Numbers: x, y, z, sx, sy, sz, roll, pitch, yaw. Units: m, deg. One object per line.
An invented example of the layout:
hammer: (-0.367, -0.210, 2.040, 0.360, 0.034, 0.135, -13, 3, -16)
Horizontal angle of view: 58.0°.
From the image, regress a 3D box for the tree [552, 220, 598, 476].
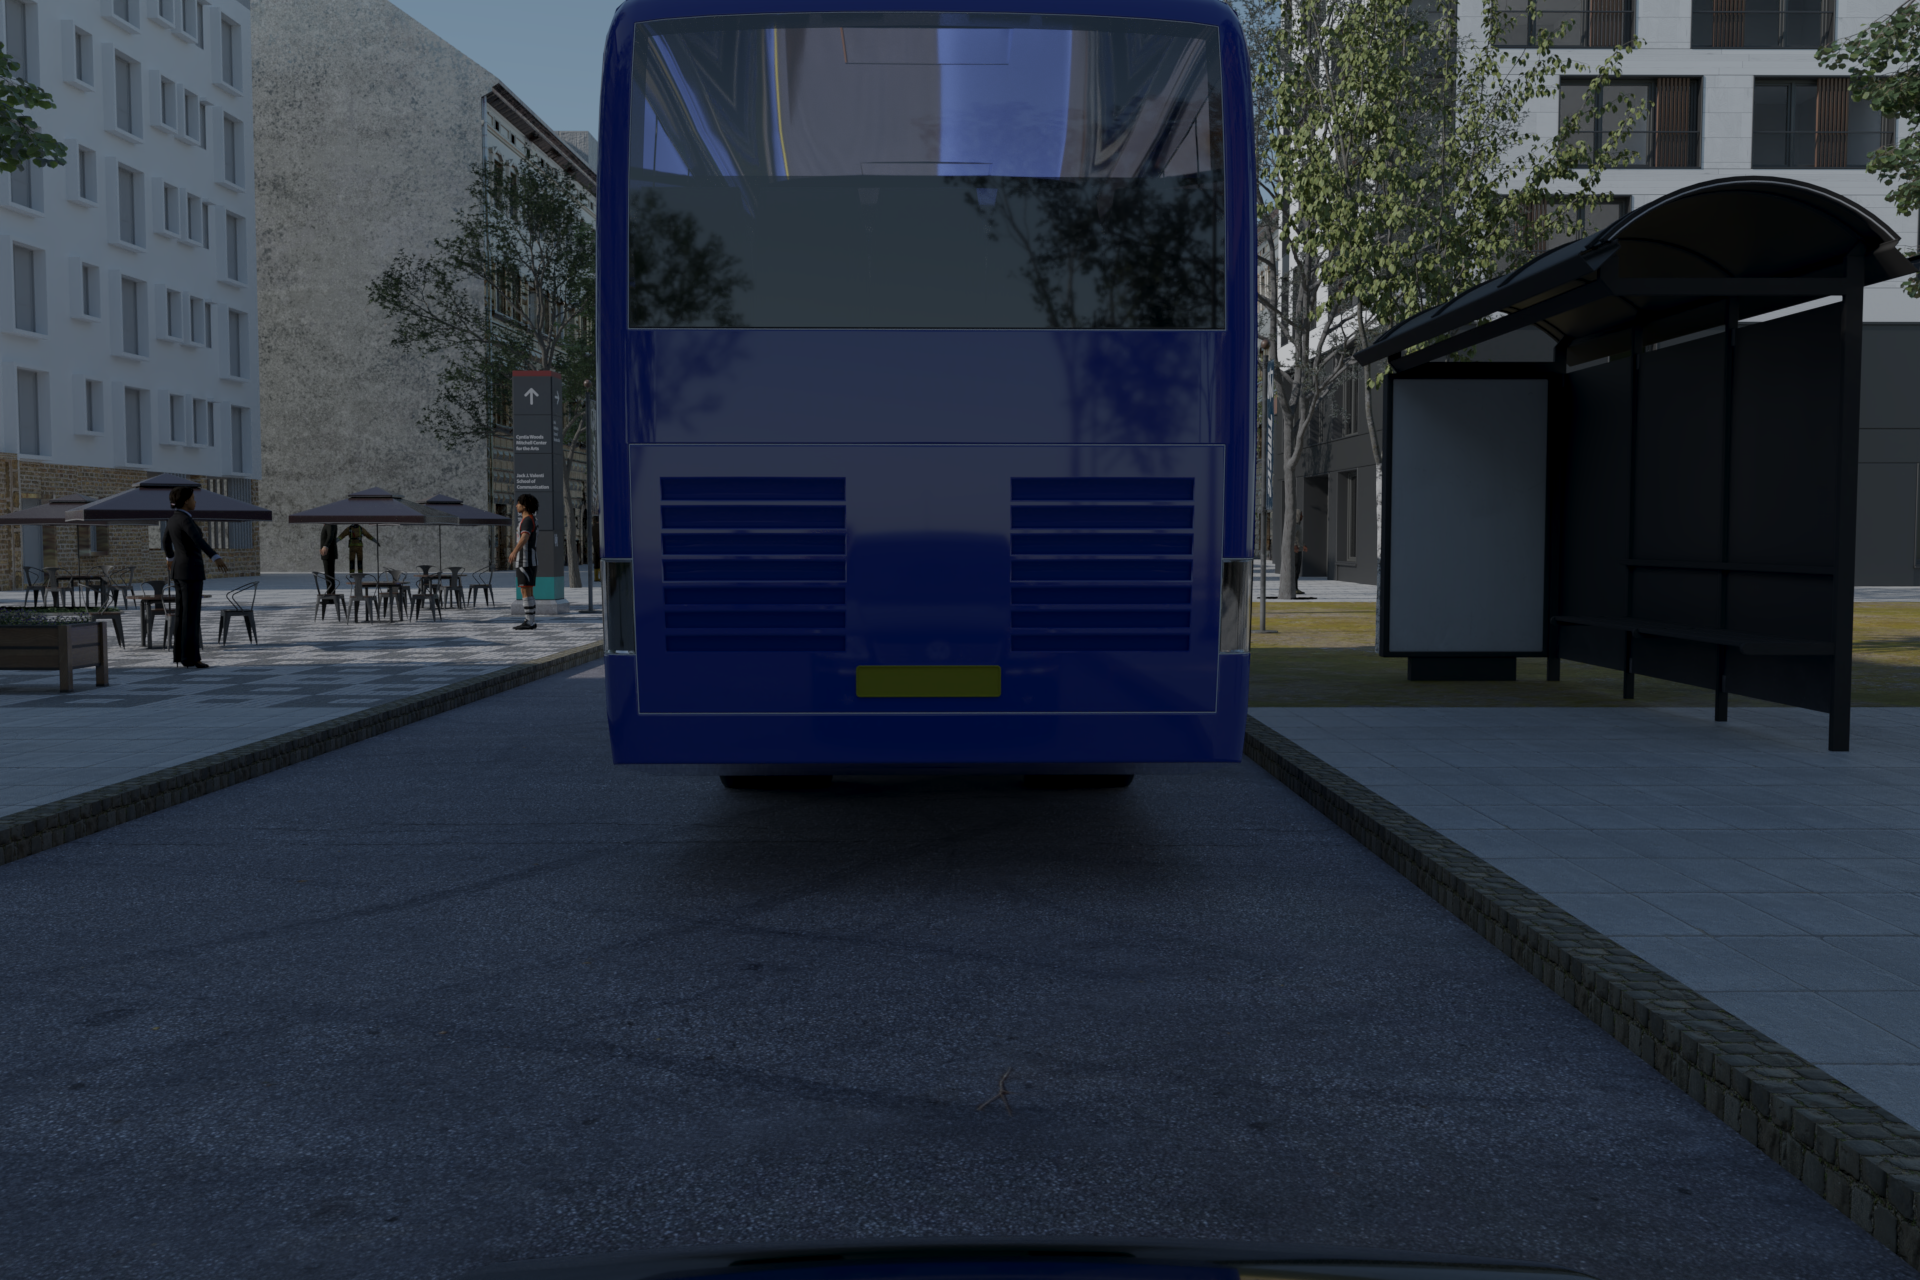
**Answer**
tree: (-8.945, -8.271, 53.365, 7.486, 12.596, 7.792, 0, 3, 0)

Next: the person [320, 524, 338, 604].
person: (-11.578, -1.560, 31.695, 0.705, 1.806, 1.347, -1, 4, -21)

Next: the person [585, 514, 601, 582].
person: (-9.673, -2.475, 46.600, 1.346, 1.812, 0.704, 3, 4, 38)

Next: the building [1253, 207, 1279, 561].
building: (24.210, -15.665, 87.054, 19.493, 23.208, 18.063, 0, 4, 0)

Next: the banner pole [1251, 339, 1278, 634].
banner pole: (3.930, -1.965, 22.150, 0.401, 3.779, 0.863, 0, 4, 0)

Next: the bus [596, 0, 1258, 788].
bus: (-0.245, -1.288, 12.610, 2.896, 3.916, 12.251, 0, 4, -1)

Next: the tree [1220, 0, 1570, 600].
tree: (6.521, -7.533, 33.542, 12.009, 13.543, 11.850, 0, 3, 0)

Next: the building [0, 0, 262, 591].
building: (-26.319, -11.203, 39.594, 16.016, 20.090, 11.380, 0, 4, 0)

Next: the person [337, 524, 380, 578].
person: (-17.743, -2.759, 50.874, 1.354, 1.858, 0.705, -2, 4, -29)

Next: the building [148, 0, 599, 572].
building: (-24.959, -14.431, 66.871, 19.493, 23.208, 18.063, 0, 4, 1)

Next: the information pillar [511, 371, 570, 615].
information pillar: (-6.754, -2.349, 27.786, 0.750, 3.857, 0.750, 0, 4, 2)

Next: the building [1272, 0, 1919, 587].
building: (24.113, -13.083, 57.888, 27.936, 21.610, 32.646, 0, 4, 0)

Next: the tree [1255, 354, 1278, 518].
tree: (6.837, -6.027, 48.902, 4.737, 8.622, 4.395, 0, 3, 0)

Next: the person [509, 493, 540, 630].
person: (-5.843, -1.047, 23.257, 0.704, 1.843, 1.345, 0, 4, -6)

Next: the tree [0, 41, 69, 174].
tree: (-8.759, -5.539, 8.684, 7.486, 12.596, 7.792, 0, 3, 0)

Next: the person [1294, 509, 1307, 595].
person: (7.187, -1.880, 36.863, 0.705, 1.813, 1.348, 1, 4, 19)

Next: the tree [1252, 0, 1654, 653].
tree: (4.667, -4.152, 18.248, 4.737, 8.622, 4.395, 0, 3, 0)

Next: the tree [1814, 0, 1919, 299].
tree: (13.199, -6.712, 16.396, 9.857, 13.997, 8.962, 0, 3, 0)

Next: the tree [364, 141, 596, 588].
tree: (-9.390, -6.531, 41.192, 7.601, 10.594, 8.767, 3, 5, 43)

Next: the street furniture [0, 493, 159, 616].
street furniture: (-26.605, -1.092, 22.883, 27.439, 1.986, 14.083, 0, 4, -7)

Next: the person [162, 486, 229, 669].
person: (-7.355, -0.607, 16.648, 1.216, 1.740, 0.721, 3, 5, 44)

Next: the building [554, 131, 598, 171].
building: (-24.803, -13.793, 91.977, 16.747, 18.905, 31.486, 0, 4, -1)

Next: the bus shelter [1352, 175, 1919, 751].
bus shelter: (4.474, -1.141, 12.576, 2.014, 3.302, 5.546, 0, 4, 0)

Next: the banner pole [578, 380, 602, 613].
banner pole: (-6.039, -2.351, 28.458, 0.401, 3.779, 0.863, 0, 4, 1)

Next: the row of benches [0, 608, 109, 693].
row of benches: (-9.246, 0.068, 14.350, 4.104, 0.672, 1.422, 0, 4, 2)
